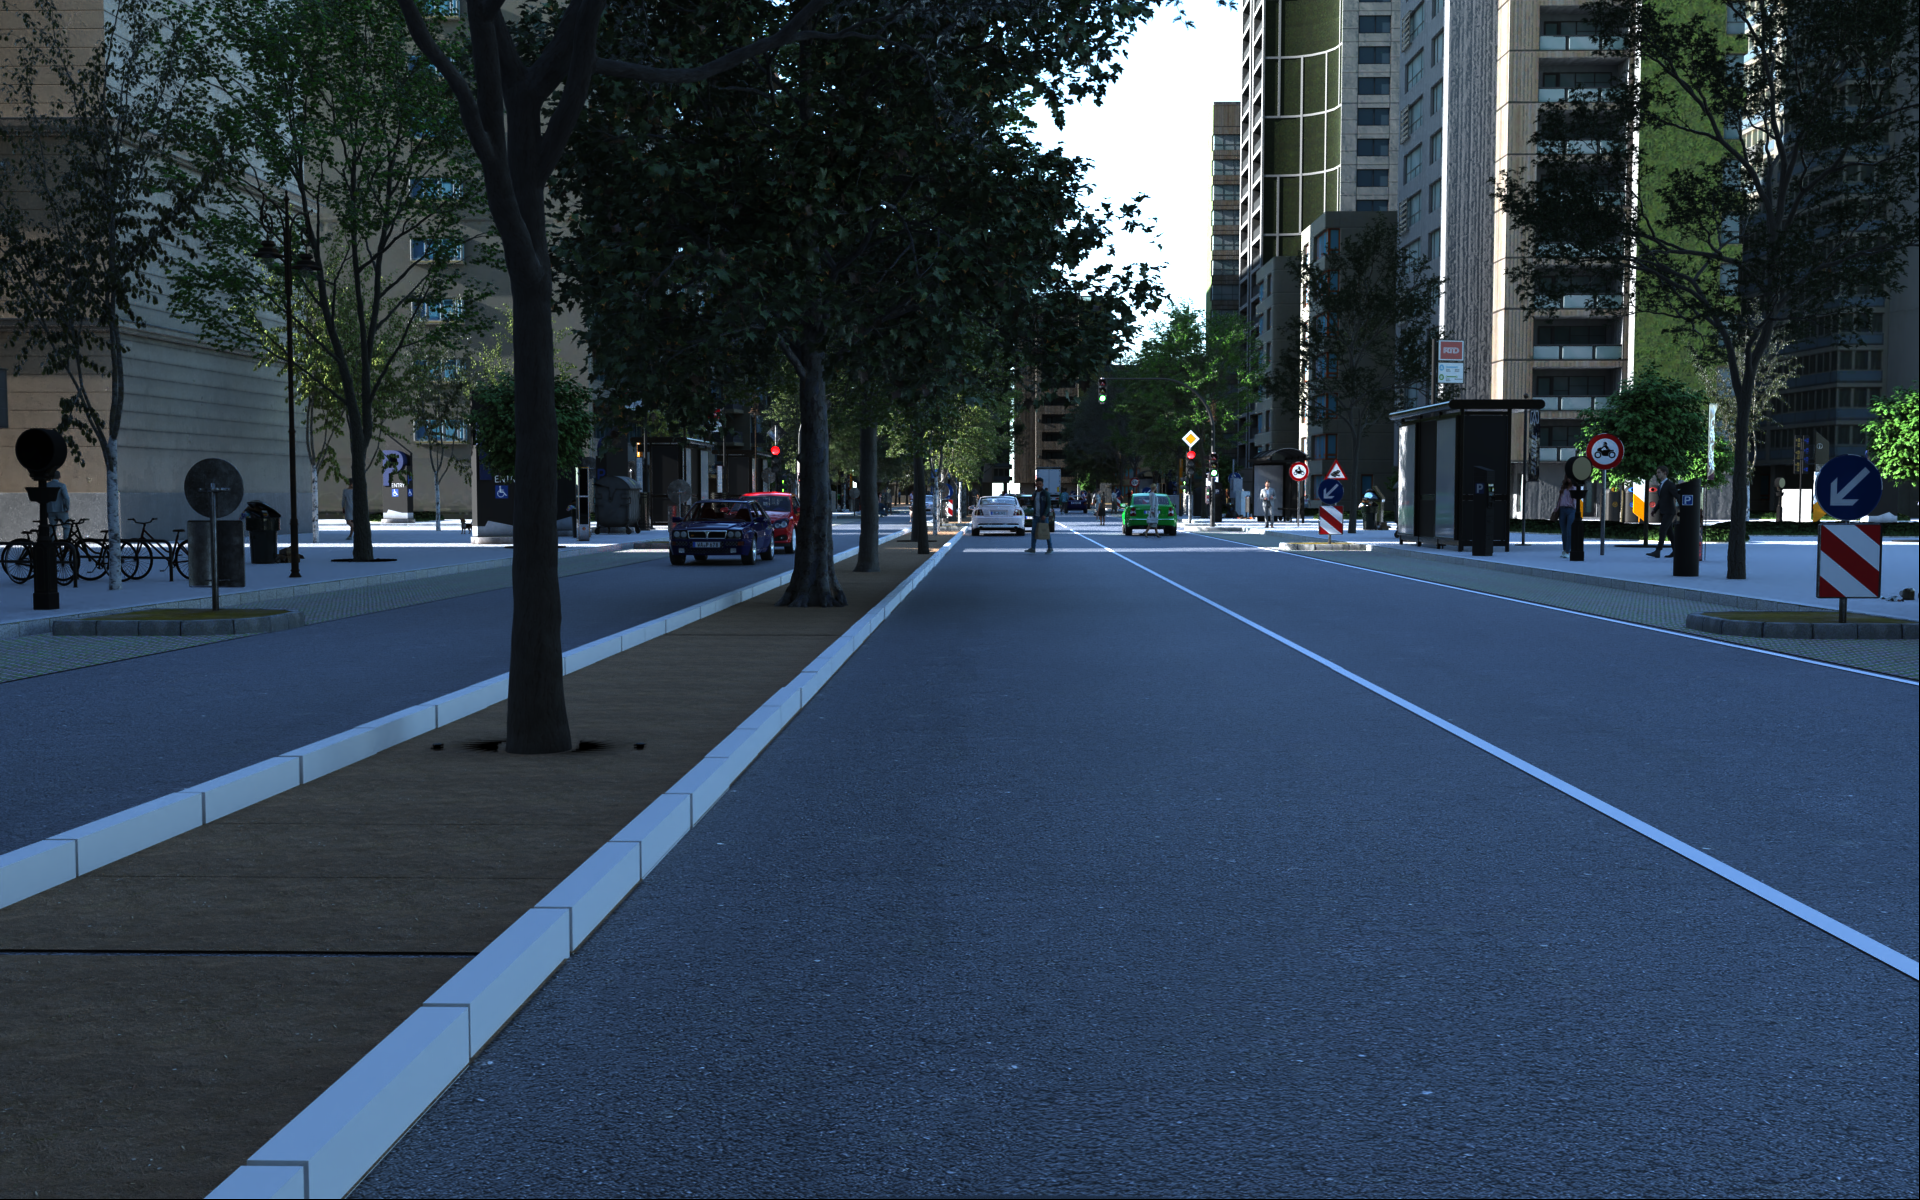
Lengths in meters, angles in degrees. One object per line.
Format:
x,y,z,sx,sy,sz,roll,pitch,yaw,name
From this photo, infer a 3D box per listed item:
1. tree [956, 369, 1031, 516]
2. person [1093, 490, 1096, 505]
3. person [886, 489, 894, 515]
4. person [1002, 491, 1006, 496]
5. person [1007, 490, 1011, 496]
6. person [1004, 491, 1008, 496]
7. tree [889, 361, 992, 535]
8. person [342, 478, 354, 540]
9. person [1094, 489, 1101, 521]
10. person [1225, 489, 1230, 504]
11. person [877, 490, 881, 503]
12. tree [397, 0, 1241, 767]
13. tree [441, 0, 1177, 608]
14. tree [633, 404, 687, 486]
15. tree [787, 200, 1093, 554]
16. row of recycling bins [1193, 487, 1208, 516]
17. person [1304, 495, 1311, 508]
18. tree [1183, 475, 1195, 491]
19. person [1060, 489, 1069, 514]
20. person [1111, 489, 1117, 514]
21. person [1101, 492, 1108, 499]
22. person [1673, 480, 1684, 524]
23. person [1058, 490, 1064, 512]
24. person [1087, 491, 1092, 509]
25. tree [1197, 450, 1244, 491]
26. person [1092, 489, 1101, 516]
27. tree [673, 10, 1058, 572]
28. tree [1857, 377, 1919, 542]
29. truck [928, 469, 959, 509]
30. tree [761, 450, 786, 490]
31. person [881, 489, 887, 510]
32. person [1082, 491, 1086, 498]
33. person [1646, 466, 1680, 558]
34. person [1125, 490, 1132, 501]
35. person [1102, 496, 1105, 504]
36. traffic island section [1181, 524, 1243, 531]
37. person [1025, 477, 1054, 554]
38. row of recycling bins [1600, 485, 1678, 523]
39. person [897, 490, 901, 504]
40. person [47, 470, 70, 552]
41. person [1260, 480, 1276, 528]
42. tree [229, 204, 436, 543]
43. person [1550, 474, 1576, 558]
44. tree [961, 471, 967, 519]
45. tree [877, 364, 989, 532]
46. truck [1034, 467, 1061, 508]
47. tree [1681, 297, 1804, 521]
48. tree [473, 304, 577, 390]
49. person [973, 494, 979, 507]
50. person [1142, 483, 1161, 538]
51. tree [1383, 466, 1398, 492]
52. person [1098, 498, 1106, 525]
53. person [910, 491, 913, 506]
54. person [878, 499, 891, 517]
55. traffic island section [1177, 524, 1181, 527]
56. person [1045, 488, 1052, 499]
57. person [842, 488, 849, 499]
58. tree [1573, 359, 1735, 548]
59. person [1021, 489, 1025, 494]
1.667,-12.530,133.073,9.928,11.665,9.643,0,3,0,tree
15.790,-12.006,203.015,0.551,1.740,0.621,3,4,39,person
-4.821,-6.755,119.132,0.526,1.800,0.537,-1,4,-14,person
4.338,-9.643,166.845,1.217,1.739,0.721,1,4,17,person
4.233,-8.418,146.480,0.694,1.780,0.624,2,4,29,person
4.430,-9.432,163.651,0.436,1.711,0.756,-2,4,-25,person
-0.868,-6.538,59.723,4.360,8.622,3.978,0,3,0,tree
-16.925,-2.538,48.294,0.760,1.731,0.466,2,4,34,person
7.246,-4.964,90.669,0.522,1.701,0.512,0,4,0,person
23.608,-8.924,152.463,0.721,1.766,1.217,0,4,3,person
-9.855,-12.343,208.365,1.217,1.766,0.721,3,5,42,person
-2.319,-5.887,9.087,12.009,13.543,11.850,0,3,0,tree
-1.867,-6.269,21.959,9.611,12.733,9.660,0,3,0,tree
-15.111,-8.510,89.507,4.737,8.622,4.395,0,3,0,tree
-0.833,-6.376,41.124,8.767,10.594,7.601,0,4,1,tree
14.179,-5.750,101.130,1.069,1.692,3.534,1,4,11,row of recycling bins
21.174,-5.791,105.732,0.505,1.210,0.382,1,4,16,person
19.307,-9.293,146.533,1.663,3.219,1.824,0,3,0,tree
7.396,-7.001,122.979,0.660,1.820,0.620,2,4,26,person
10.950,-7.011,123.354,0.478,1.798,0.641,-2,4,-24,person
19.153,-13.560,230.992,1.217,1.735,0.721,0,4,6,person
25.057,-3.290,60.328,0.515,1.767,0.782,1,4,14,person
8.235,-8.013,139.752,0.600,1.795,0.529,-2,4,-23,person
12.208,-9.434,163.300,0.434,1.755,0.990,-1,4,-15,person
19.094,-8.781,127.288,4.285,4.588,4.351,0,3,0,tree
8.939,-6.357,112.716,0.678,1.792,0.850,-2,4,-34,person
-1.778,-6.806,31.868,7.486,12.596,7.792,0,3,0,tree
25.795,-3.836,46.425,4.285,4.588,4.351,0,3,0,tree
-1.433,-11.072,170.779,2.967,4.110,18.799,0,4,1,truck
-13.912,-8.454,121.943,4.285,4.588,4.351,0,3,0,tree
-5.439,-7.144,125.413,0.694,1.812,0.767,-1,4,-15,person
11.245,-9.127,158.660,0.436,1.711,0.756,-1,4,-9,person
14.160,-1.776,34.862,0.755,1.850,0.659,0,3,0,person
20.688,-12.557,211.312,1.348,1.831,0.705,-2,4,-31,person
11.332,-7.616,137.296,0.475,1.303,0.640,-3,5,-41,person
9.899,-2.788,67.861,2.009,0.180,2.903,0,4,1,traffic island section
1.928,-1.991,41.035,0.713,1.824,0.794,-2,4,-31,person
30.420,-4.288,77.219,3.534,1.692,1.069,1,4,21,row of recycling bins
-7.714,-13.054,219.457,0.705,1.826,1.348,1,4,10,person
-20.050,-1.978,38.476,0.635,1.810,0.391,0,4,-7,person
11.756,-3.661,66.101,0.606,1.804,0.583,0,4,6,person
-16.617,-5.795,45.116,4.737,8.622,4.395,0,3,0,tree
12.254,-1.731,34.935,0.593,1.750,0.643,3,5,44,person
-1.023,-14.843,101.034,12.611,20.169,13.585,0,3,0,tree
-0.805,-6.843,64.709,4.737,8.622,4.395,0,3,0,tree
9.309,-11.938,184.092,2.839,4.237,11.283,0,4,1,truck
29.065,-6.966,64.250,4.360,8.622,3.978,0,3,0,tree
-16.489,-7.008,64.947,4.737,8.622,4.395,0,3,0,tree
1.646,-10.693,184.044,0.721,1.735,1.217,-3,4,-36,person
6.306,-2.935,56.838,0.624,1.780,0.694,0,4,7,person
25.717,-6.521,101.224,1.663,3.219,1.824,0,3,0,tree
6.499,-4.055,79.473,0.362,1.253,0.373,-1,4,-14,person
-4.398,-9.121,158.562,0.436,1.711,0.756,1,4,19,person
-4.808,-5.709,107.347,0.738,1.151,1.012,-2,4,-34,person
10.092,-3.276,75.844,2.009,0.180,2.903,0,4,1,traffic island section
5.109,-5.650,101.077,0.583,1.804,0.606,-1,4,-17,person
-11.212,-9.743,165.423,1.350,1.814,0.705,2,4,30,person
16.722,-3.558,41.881,4.285,4.588,4.351,0,3,0,tree
5.250,-8.439,146.497,0.660,1.820,0.620,-3,5,-39,person
